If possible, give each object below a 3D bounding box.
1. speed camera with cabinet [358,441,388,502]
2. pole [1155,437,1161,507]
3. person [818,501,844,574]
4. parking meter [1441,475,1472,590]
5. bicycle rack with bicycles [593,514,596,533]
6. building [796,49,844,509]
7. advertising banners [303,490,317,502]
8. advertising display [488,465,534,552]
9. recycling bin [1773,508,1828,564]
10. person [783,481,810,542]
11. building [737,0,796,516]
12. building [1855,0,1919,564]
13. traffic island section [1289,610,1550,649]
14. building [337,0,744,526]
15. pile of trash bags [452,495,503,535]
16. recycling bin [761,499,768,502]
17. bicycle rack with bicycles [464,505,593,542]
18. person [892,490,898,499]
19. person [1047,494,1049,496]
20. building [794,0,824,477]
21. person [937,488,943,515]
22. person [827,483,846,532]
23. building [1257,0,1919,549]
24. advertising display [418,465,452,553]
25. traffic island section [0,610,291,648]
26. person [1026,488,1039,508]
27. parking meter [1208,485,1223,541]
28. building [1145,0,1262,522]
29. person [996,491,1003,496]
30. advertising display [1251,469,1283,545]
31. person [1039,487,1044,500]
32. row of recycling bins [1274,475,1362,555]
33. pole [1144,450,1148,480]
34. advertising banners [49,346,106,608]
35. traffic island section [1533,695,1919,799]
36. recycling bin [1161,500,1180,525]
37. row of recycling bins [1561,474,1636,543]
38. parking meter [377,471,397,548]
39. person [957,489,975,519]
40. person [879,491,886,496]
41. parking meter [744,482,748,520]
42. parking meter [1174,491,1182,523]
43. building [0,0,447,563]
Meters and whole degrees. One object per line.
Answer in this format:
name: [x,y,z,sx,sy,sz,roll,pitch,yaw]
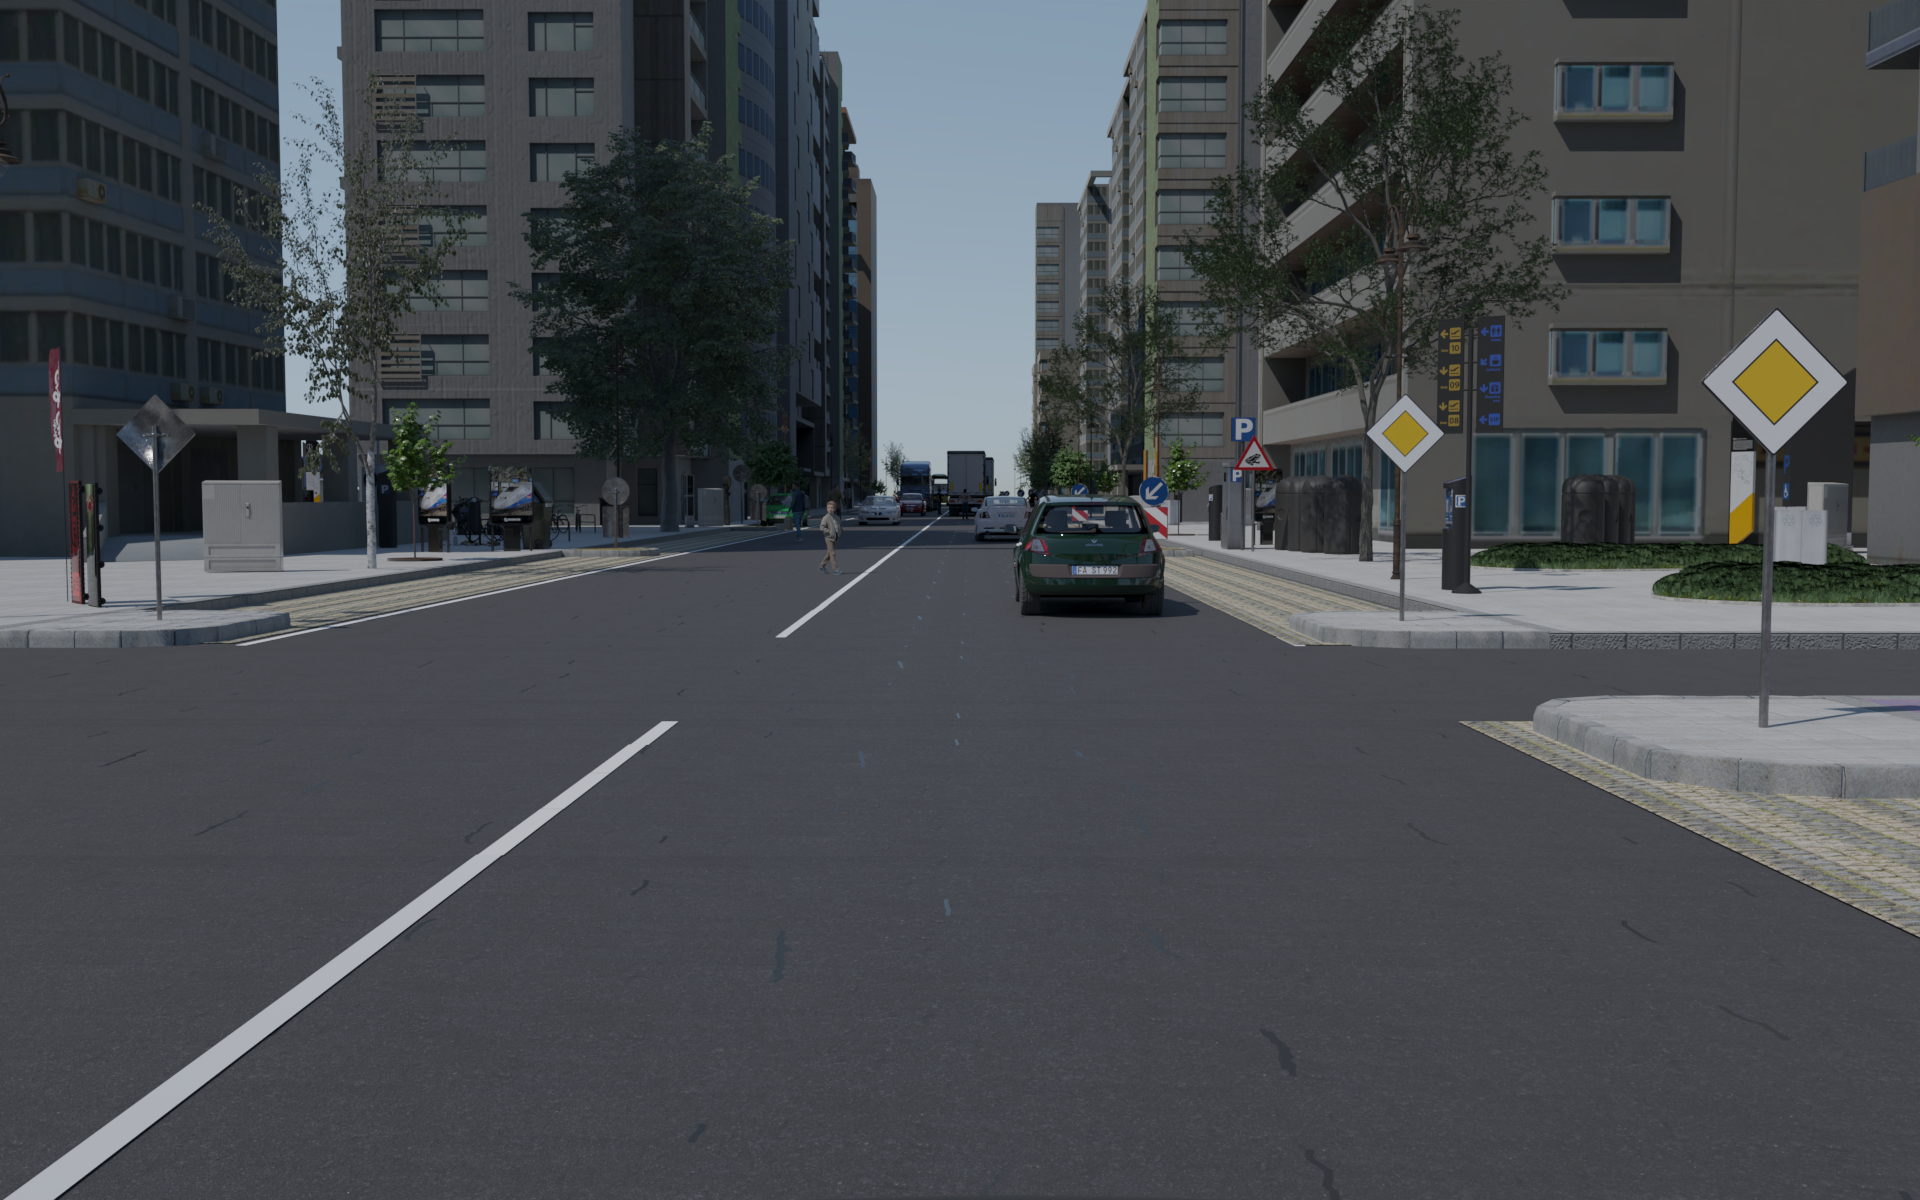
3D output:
speed camera with cabinet: [-19.121,-3.699,54.821,2.038,3.252,0.660,1,4,12]
pole: [7.030,-4.140,61.525,0.158,3.312,0.155,0,3,0]
person: [-2.298,-1.120,31.078,0.640,1.303,0.475,2,4,34]
parking meter: [6.647,-0.903,23.174,0.372,1.533,0.369,0,3,0]
bicycle rack with bicycles: [-13.306,-2.695,57.441,2.852,0.926,2.925,-2,4,-27]
building: [-18.001,-28.856,155.394,14.154,41.232,14.086,0,4,0]
advertising banners: [-20.940,-3.514,53.648,2.074,3.025,0.090,0,4,5]
advertising display: [-10.023,-2.048,38.705,0.974,1.923,0.123,-2,4,-26]
recycling bin: [13.128,-0.890,27.104,0.722,1.027,0.722,1,4,20]
person: [-4.897,-2.646,51.755,0.794,1.824,0.713,-3,4,-37]
building: [-22.046,-34.485,105.836,21.231,58.520,28.212,0,4,0]
building: [23.341,-22.829,23.369,14.200,45.320,14.600,0,4,0]
traffic island section: [4.486,0.291,17.517,2.009,0.180,2.903,0,4,0]
building: [-17.325,-23.903,74.401,14.154,41.232,14.086,0,4,0]
pile of trash bags: [-15.678,-2.759,54.868,3.447,1.369,1.912,0,4,8]
recycling bin: [-9.424,-4.475,85.717,0.722,1.027,0.722,1,4,10]
bicycle rack with bicycles: [-12.031,-2.055,46.977,2.925,0.926,2.852,-3,5,-40]
person: [-7.033,-10.913,186.923,0.705,1.824,1.348,-2,4,-27]
person: [9.005,-9.986,174.986,0.599,1.433,0.991,-3,5,-42]
building: [-25.162,-33.339,134.336,28.713,52.752,27.495,0,4,0]
person: [-1.391,-6.882,121.029,0.705,1.822,1.348,1,4,11]
person: [-4.683,-3.511,65.816,0.656,1.842,0.836,-2,4,-32]
building: [21.092,-26.031,49.310,21.300,48.544,21.600,0,4,0]
advertising display: [-11.546,-2.010,38.074,0.974,1.923,0.123,2,4,33]
traffic island section: [-8.155,0.286,17.601,2.009,0.180,2.903,0,4,0]
person: [3.933,-5.272,95.218,1.217,1.766,0.721,-3,5,-40]
parking meter: [6.999,-2.387,47.442,0.372,1.533,0.369,0,3,0]
building: [16.025,-24.552,85.015,14.154,41.232,14.086,0,4,0]
person: [4.339,-11.013,189.095,0.617,1.759,0.750,3,5,43]
advertising display: [7.726,-2.348,43.600,0.974,1.923,0.123,-2,4,-34]
person: [4.387,-5.031,90.963,0.583,1.804,0.606,1,4,9]
row of recycling bins: [7.903,-1.909,38.332,1.069,1.692,3.534,-1,4,-12]
pole: [8.622,-5.293,80.380,0.158,3.312,0.155,0,3,0]
advertising banners: [-10.300,-1.466,20.158,0.090,3.025,2.074,-3,5,-40]
traffic island section: [4.436,0.780,9.532,2.009,0.180,2.903,0,4,0]
recycling bin: [8.590,-3.604,71.484,0.722,1.027,0.722,3,5,43]
row of recycling bins: [13.585,-1.809,36.695,1.069,1.692,3.534,2,4,34]
parking meter: [-13.637,-2.172,41.218,0.399,1.863,0.255,0,4,7]
person: [0.342,-5.482,98.848,1.217,1.736,0.721,2,4,33]
person: [-7.446,-9.619,166.580,0.742,1.727,0.445,1,4,16]
parking meter: [-10.738,-4.896,85.754,0.399,1.863,0.255,-3,5,-40]
parking meter: [9.819,-4.419,77.961,0.255,1.863,0.399,2,4,34]
building: [-30.272,-21.268,39.608,32.217,40.220,23.993,0,4,0]
